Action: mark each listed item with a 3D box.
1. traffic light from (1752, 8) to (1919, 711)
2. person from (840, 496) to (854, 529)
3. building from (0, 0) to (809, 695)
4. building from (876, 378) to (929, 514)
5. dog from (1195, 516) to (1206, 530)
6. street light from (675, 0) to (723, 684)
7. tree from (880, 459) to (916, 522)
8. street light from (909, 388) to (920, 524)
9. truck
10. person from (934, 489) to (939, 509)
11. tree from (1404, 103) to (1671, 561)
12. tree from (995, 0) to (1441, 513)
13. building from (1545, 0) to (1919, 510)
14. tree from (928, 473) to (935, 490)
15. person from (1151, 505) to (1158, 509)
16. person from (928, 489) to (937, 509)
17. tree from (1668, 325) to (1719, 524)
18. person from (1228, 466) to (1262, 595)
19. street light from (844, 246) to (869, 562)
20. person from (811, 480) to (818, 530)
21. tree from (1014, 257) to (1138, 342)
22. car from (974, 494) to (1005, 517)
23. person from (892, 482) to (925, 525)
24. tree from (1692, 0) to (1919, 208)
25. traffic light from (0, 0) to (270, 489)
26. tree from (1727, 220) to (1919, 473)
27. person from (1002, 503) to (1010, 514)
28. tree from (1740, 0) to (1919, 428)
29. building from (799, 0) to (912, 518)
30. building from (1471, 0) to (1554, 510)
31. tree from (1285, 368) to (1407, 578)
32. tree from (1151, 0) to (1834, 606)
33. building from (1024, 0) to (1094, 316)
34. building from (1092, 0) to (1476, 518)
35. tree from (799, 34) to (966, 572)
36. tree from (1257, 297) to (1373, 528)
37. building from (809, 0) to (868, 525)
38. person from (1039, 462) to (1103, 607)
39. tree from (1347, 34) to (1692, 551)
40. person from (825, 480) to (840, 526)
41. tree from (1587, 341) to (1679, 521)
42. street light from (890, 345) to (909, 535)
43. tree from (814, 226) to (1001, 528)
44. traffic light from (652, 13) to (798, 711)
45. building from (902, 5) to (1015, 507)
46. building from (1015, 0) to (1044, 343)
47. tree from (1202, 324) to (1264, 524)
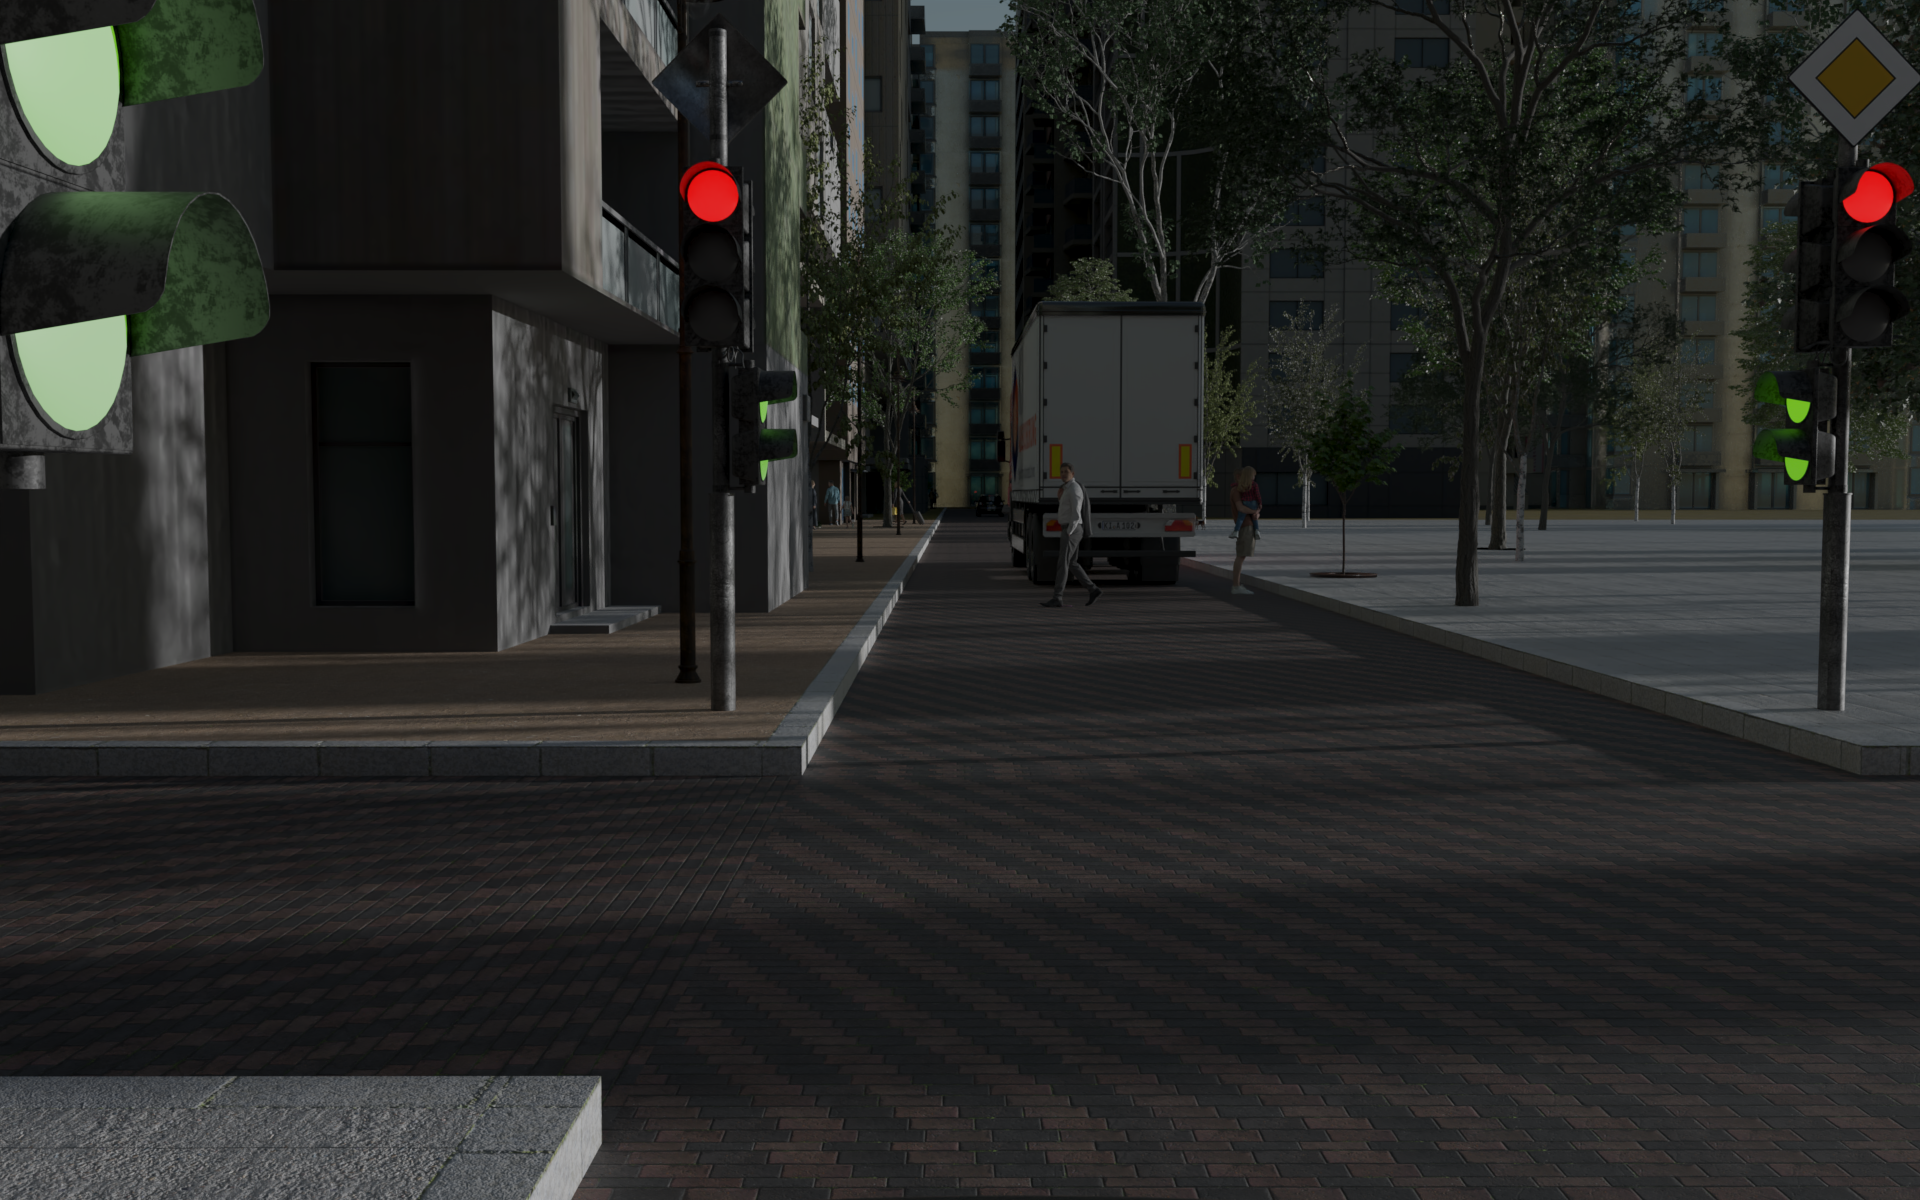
[{"bbox_3d":[5.172,-1.302,10.209,0.839,4.253,0.868,0,4,0],"label":"traffic light"},{"bbox_3d":[-4.205,-3.263,64.407,0.505,1.210,0.382,-1,4,-22],"label":"person"},{"bbox_3d":[-9.084,-20.316,15.754,14.154,41.232,14.086,0,4,0],"label":"building"},{"bbox_3d":[-12.573,-41.811,121.869,20.563,71.187,20.611,0,4,0],"label":"building"},{"bbox_3d":[8.583,-2.762,61.983,0.406,0.507,0.540,1,4,16],"label":"dog"},{"bbox_3d":[-1.853,-2.375,11.623,0.468,5.910,1.993,0,4,0],"label":"street light"},{"bbox_3d":[-3.108,-5.230,80.109,1.663,3.219,1.824,0,3,0],"label":"tree"},{"bbox_3d":[-1.971,-6.209,74.310,0.468,5.910,1.993,0,4,0],"label":"street light"},{"bbox_3d":[2.242,-2.563,30.819,2.839,4.237,11.283,0,4,-1],"label":"truck"},{"bbox_3d":[-2.287,-8.992,153.842,0.721,1.735,1.217,-3,4,-39],"label":"person"},{"bbox_3d":[10.701,-5.062,33.122,4.360,8.622,3.978,0,3,0],"label":"tree"},{"bbox_3d":[7.361,-11.931,50.961,12.611,20.169,13.585,0,3,0],"label":"tree"},{"bbox_3d":[66.109,-32.416,149.604,30.456,49.044,23.786,0,4,0],"label":"building"},{"bbox_3d":[-2.955,-8.620,135.545,1.663,3.219,1.824,0,3,0],"label":"tree"},{"bbox_3d":[7.476,-3.428,66.368,0.640,1.303,0.475,-2,4,-33],"label":"person"},{"bbox_3d":[-2.344,-8.588,146.544,0.705,1.812,1.348,-2,4,-32],"label":"person"},{"bbox_3d":[30.276,-7.554,73.873,4.360,8.622,3.978,0,3,0],"label":"tree"},{"bbox_3d":[4.070,-1.000,24.829,0.573,1.828,0.580,-2,4,-33],"label":"person"},{"bbox_3d":[-1.891,-3.654,32.534,0.468,5.910,1.993,0,4,0],"label":"street light"},{"bbox_3d":[-5.315,-3.390,61.896,0.576,1.772,0.534,2,4,35],"label":"person"},{"bbox_3d":[6.056,-10.137,83.867,7.486,12.596,7.792,0,3,0],"label":"tree"},{"bbox_3d":[1.908,-6.166,110.607,2.009,1.686,4.222,0,4,-1],"label":"car"},{"bbox_3d":[-2.189,-3.992,71.532,1.509,1.804,0.699,-1,4,-17],"label":"person"},{"bbox_3d":[25.956,-11.630,46.036,12.611,20.169,13.585,0,3,0],"label":"tree"},{"bbox_3d":[-1.367,-0.812,2.190,0.839,4.253,0.868,0,4,0],"label":"traffic light"},{"bbox_3d":[30.337,-8.667,59.827,7.486,12.596,7.792,0,3,0],"label":"tree"},{"bbox_3d":[1.486,-2.314,46.695,0.716,1.782,0.532,-1,4,-8],"label":"person"},{"bbox_3d":[18.762,-6.882,29.526,9.611,12.733,9.660,0,3,0],"label":"tree"},{"bbox_3d":[-16.463,-31.131,98.232,28.713,52.752,27.495,0,4,0],"label":"building"},{"bbox_3d":[39.073,-32.180,149.845,21.600,48.544,21.300,0,4,0],"label":"building"},{"bbox_3d":[6.067,-1.964,26.706,1.663,3.219,1.824,0,3,0],"label":"tree"},{"bbox_3d":[5.554,-5.196,19.373,7.601,10.594,8.767,-3,5,-42],"label":"tree"},{"bbox_3d":[15.950,-28.761,124.864,22.147,44.769,28.867,0,4,0],"label":"building"},{"bbox_3d":[16.490,-40.434,99.344,20.563,71.187,20.611,0,4,0],"label":"building"},{"bbox_3d":[-2.338,-4.763,28.237,4.737,8.622,4.395,0,3,0],"label":"tree"},{"bbox_3d":[13.319,-7.050,65.624,4.360,8.622,3.978,0,3,0],"label":"tree"},{"bbox_3d":[-11.555,-26.140,77.499,14.600,45.320,14.200,0,4,0],"label":"building"},{"bbox_3d":[1.412,-0.823,22.051,0.850,1.850,0.679,-1,4,-10],"label":"person"},{"bbox_3d":[12.521,-6.950,39.393,9.928,11.665,9.643,0,3,0],"label":"tree"},{"bbox_3d":[-5.198,-3.952,70.514,0.638,1.841,0.748,-1,4,-11],"label":"person"},{"bbox_3d":[31.934,-8.036,81.745,4.737,8.622,4.395,0,3,0],"label":"tree"},{"bbox_3d":[-1.917,-4.960,53.876,0.468,5.910,1.993,0,4,0],"label":"street light"},{"bbox_3d":[-2.604,-8.587,66.153,9.928,11.665,9.643,0,3,0],"label":"tree"},{"bbox_3d":[-1.389,-1.300,10.175,0.839,4.253,0.868,0,4,0],"label":"traffic light"},{"bbox_3d":[8.753,-34.277,180.034,30.456,49.044,23.786,0,4,0],"label":"building"},{"bbox_3d":[15.766,-32.186,149.935,21.300,48.544,21.600,0,4,0],"label":"building"},{"bbox_3d":[10.739,-7.580,74.298,4.737,8.622,4.395,0,3,0],"label":"tree"}]
